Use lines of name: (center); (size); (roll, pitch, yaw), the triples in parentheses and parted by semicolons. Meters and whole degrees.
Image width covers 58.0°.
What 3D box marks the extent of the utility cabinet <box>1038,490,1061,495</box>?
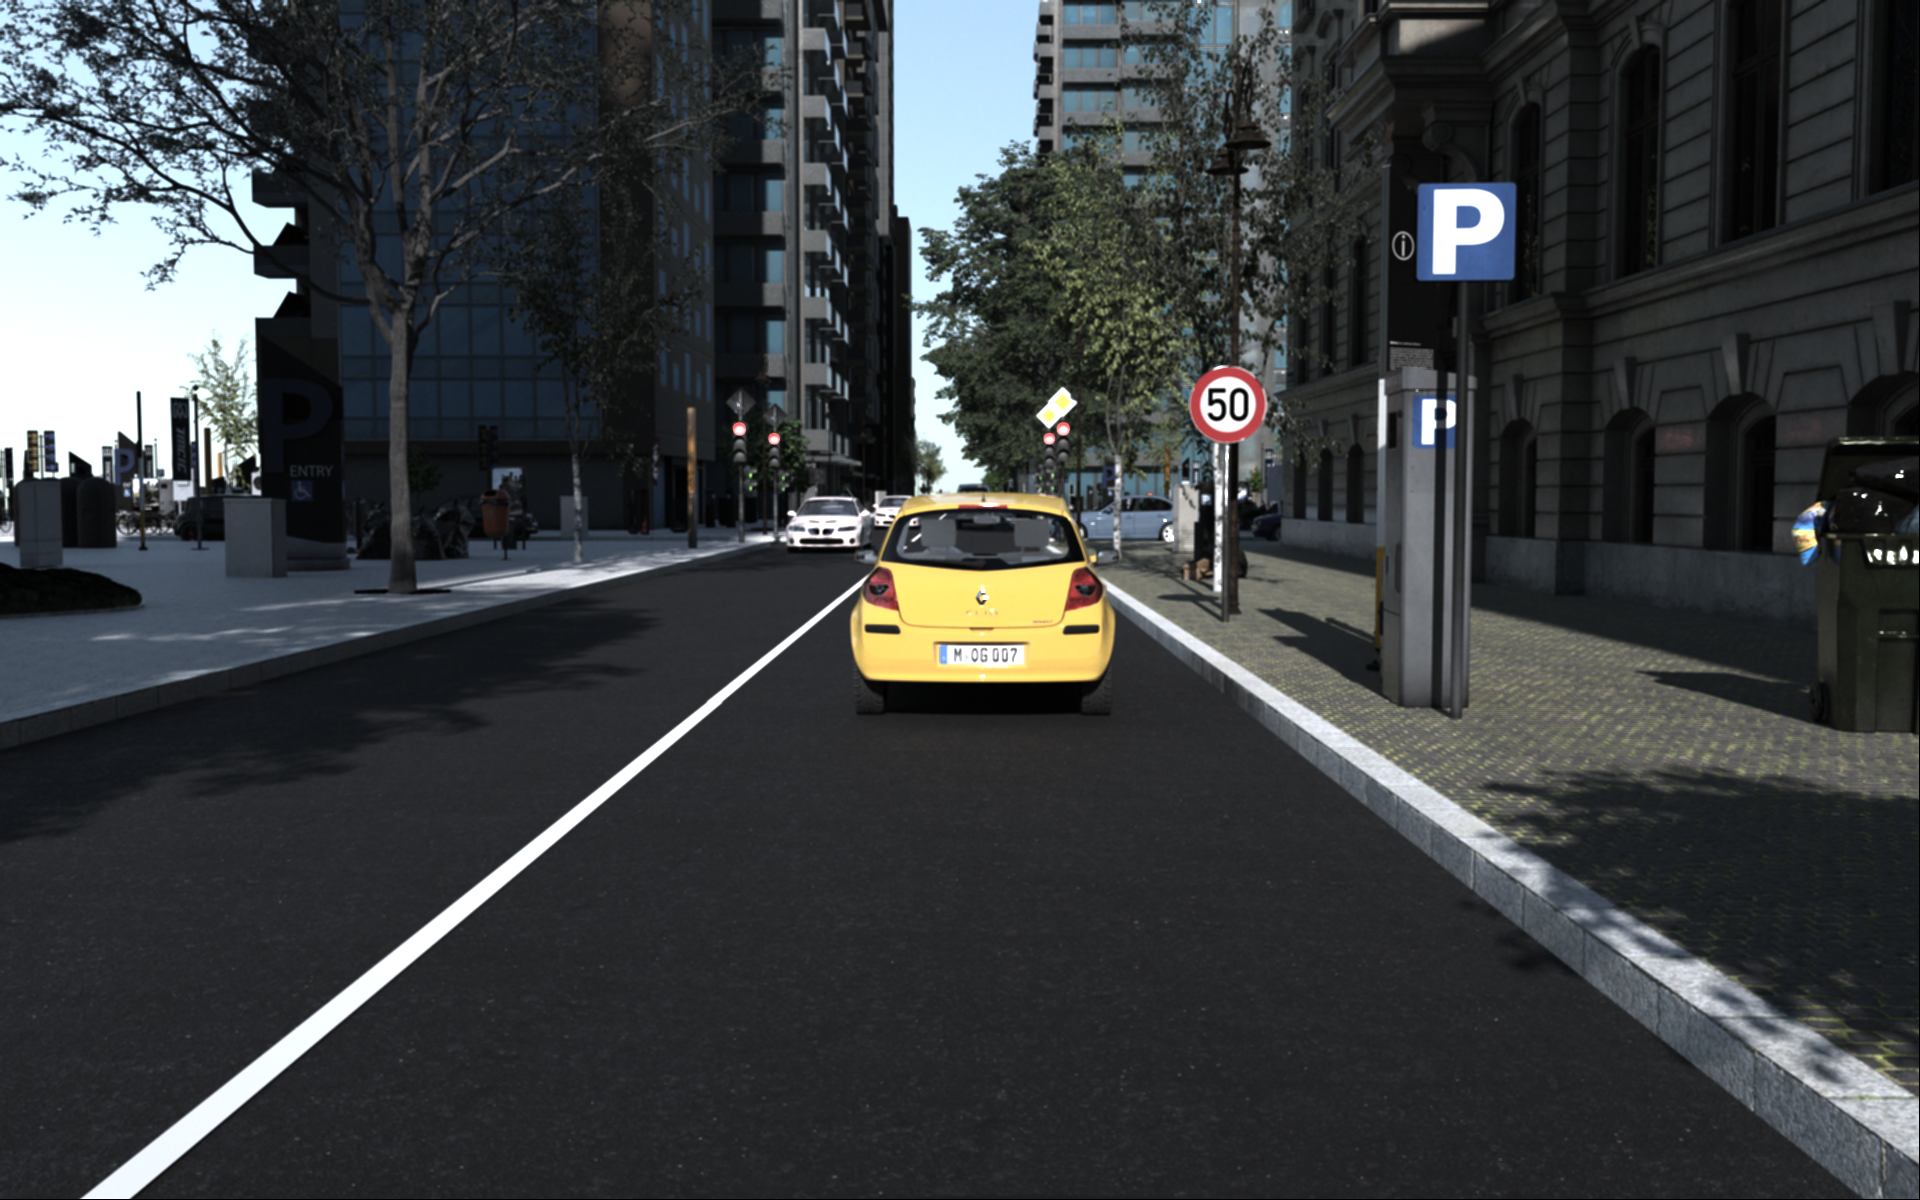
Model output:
utility cabinet: (4.536, -4.848, 87.946); (1.173, 1.500, 0.318); (2, 4, 28)

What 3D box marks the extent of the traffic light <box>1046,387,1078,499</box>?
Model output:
traffic light: (2.675, -3.460, 45.493); (0.839, 4.253, 0.868); (0, 4, 0)

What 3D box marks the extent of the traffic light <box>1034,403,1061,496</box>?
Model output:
traffic light: (2.724, -3.948, 53.478); (0.839, 4.253, 0.868); (0, 4, 0)

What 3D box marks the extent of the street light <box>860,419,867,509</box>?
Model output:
street light: (-5.934, -8.199, 106.835); (0.468, 5.910, 1.993); (0, 4, 0)

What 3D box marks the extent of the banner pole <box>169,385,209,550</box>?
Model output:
banner pole: (-17.695, -3.039, 39.712); (0.401, 3.779, 0.863); (2, 4, 34)

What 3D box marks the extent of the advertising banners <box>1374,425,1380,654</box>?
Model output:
advertising banners: (3.480, -1.108, 14.305); (0.090, 3.025, 2.074); (1, 4, 14)

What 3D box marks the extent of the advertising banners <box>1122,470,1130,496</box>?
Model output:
advertising banners: (11.866, -7.816, 123.982); (0.090, 3.025, 2.074); (-1, 4, -9)

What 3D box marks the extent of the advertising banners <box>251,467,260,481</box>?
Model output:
advertising banners: (-45.705, -6.986, 110.416); (2.074, 3.025, 0.090); (-1, 4, -18)

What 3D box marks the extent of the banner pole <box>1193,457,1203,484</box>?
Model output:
banner pole: (15.942, -7.696, 115.847); (0.863, 3.779, 0.401); (-1, 4, -16)

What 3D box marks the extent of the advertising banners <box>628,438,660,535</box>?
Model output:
advertising banners: (-9.950, -3.570, 54.560); (0.090, 3.025, 2.074); (-3, 4, -38)

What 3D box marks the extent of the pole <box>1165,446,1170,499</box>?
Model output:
pole: (8.855, -4.904, 74.031); (0.158, 3.312, 0.155); (0, 3, 0)

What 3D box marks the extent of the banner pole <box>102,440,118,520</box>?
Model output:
banner pole: (-39.015, -5.483, 79.671); (0.401, 3.779, 0.863); (3, 5, 43)

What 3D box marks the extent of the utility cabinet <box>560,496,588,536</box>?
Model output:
utility cabinet: (-11.789, -2.556, 52.950); (1.020, 1.237, 0.306); (3, 5, 41)

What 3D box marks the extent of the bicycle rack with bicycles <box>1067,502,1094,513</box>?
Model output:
bicycle rack with bicycles: (4.819, -3.829, 75.993); (2.925, 0.926, 2.852); (0, 4, -2)

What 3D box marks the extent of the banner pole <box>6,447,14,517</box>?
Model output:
banner pole: (-50.849, -6.282, 92.728); (0.863, 3.779, 0.401); (2, 4, 30)

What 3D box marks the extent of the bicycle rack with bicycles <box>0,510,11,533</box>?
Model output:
bicycle rack with bicycles: (-31.100, -2.682, 57.237); (2.852, 0.926, 2.925); (0, 4, -7)

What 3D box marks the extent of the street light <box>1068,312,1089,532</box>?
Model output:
street light: (3.036, -4.368, 44.208); (0.468, 5.910, 1.993); (0, 4, 0)

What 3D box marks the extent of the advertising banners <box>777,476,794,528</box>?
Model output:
advertising banners: (-6.653, -4.273, 66.058); (0.090, 3.025, 2.074); (-2, 4, -25)

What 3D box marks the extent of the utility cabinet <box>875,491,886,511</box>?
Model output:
utility cabinet: (-5.523, -6.832, 120.382); (0.318, 1.500, 1.173); (2, 4, 24)

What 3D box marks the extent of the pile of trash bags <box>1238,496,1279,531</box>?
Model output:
pile of trash bags: (10.399, -3.159, 61.405); (1.912, 1.369, 3.447); (-3, 5, -40)

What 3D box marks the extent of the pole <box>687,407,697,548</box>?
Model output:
pole: (-6.320, -2.875, 40.856); (0.158, 3.312, 0.155); (0, 3, 0)

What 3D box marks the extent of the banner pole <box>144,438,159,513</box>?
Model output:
banner pole: (-36.147, -5.353, 77.531); (0.401, 3.779, 0.863); (1, 4, 23)

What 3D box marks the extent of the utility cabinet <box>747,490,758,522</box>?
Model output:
utility cabinet: (-9.295, -4.217, 77.621); (0.318, 1.500, 1.173); (0, 4, 2)

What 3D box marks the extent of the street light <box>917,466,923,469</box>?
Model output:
street light: (-5.176, -14.725, 213.533); (0.468, 5.910, 1.993); (0, 4, 0)

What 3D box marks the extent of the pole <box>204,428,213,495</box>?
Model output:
pole: (-23.100, -3.633, 53.246); (0.158, 3.312, 0.155); (0, 3, 0)

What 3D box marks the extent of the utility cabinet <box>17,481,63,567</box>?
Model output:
utility cabinet: (-16.122, -1.325, 30.350); (0.318, 1.500, 1.173); (-1, 4, -9)

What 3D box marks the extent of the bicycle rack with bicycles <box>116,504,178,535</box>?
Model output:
bicycle rack with bicycles: (-25.802, -2.544, 54.968); (2.925, 0.926, 2.852); (0, 4, -1)

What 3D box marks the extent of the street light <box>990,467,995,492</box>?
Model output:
street light: (4.261, -16.049, 235.181); (0.468, 5.910, 1.993); (0, 4, 0)

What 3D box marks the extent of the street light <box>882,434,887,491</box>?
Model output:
street light: (-5.631, -9.639, 130.380); (0.468, 5.910, 1.993); (0, 4, 0)

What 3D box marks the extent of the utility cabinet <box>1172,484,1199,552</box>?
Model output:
utility cabinet: (5.254, -1.789, 37.933); (1.173, 1.500, 0.318); (-1, 4, -21)

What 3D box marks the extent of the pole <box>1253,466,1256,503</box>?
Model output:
pole: (21.265, -8.031, 125.142); (0.158, 3.312, 0.155); (0, 3, 0)

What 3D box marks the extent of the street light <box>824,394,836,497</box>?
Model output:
street light: (-6.034, -6.575, 80.290); (0.468, 5.910, 1.993); (0, 4, 0)

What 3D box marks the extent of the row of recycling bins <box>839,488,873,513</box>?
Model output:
row of recycling bins: (-7.596, -6.745, 117.398); (3.534, 1.692, 1.069); (1, 4, 13)

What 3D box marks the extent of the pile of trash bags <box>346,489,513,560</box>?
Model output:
pile of trash bags: (-10.233, -1.493, 34.160); (3.447, 1.369, 1.912); (2, 4, 26)

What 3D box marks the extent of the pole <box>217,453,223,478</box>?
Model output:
pole: (-36.321, -5.579, 85.066); (0.158, 3.312, 0.155); (0, 3, 0)

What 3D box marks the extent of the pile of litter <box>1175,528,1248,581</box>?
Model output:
pile of litter: (3.799, -0.764, 26.459); (1.176, 0.858, 1.719); (3, 5, 39)

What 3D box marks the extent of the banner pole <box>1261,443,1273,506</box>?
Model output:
banner pole: (15.005, -5.805, 84.935); (0.401, 3.779, 0.863); (-3, 5, -43)

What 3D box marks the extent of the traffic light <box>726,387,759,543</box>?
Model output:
traffic light: (-5.736, -3.462, 45.528); (0.839, 4.253, 0.868); (0, 4, 0)

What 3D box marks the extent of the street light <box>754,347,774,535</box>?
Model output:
street light: (-6.147, -4.994, 54.436); (0.468, 5.910, 1.993); (0, 4, 0)

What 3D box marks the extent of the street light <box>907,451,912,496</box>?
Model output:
street light: (-5.331, -12.801, 182.088); (0.468, 5.910, 1.993); (0, 4, 0)

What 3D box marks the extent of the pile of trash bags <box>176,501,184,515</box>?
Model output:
pile of trash bags: (-41.675, -4.883, 89.592); (3.447, 1.369, 1.912); (1, 4, 10)

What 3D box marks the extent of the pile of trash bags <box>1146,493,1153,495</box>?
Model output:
pile of trash bags: (13.518, -6.718, 119.596); (1.912, 1.369, 3.447); (-1, 4, -13)

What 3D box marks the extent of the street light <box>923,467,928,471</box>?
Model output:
street light: (-4.998, -16.306, 239.387); (0.468, 5.910, 1.993); (0, 4, 0)

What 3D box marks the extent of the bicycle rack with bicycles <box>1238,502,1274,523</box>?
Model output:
bicycle rack with bicycles: (13.116, -3.837, 76.124); (2.852, 0.926, 2.925); (1, 4, 22)

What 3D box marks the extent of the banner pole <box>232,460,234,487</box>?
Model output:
banner pole: (-53.564, -8.418, 127.659); (0.401, 3.779, 0.863); (-1, 4, -19)

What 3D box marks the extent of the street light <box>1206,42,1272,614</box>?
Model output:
street light: (2.920, -2.787, 18.354); (0.468, 5.910, 1.993); (0, 4, 0)

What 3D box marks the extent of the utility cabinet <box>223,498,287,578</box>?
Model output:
utility cabinet: (-10.895, -0.956, 26.795); (1.020, 1.237, 0.306); (2, 4, 25)

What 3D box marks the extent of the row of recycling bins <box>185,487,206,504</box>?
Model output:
row of recycling bins: (-42.187, -5.408, 95.533); (1.069, 1.692, 3.534); (-3, 4, -37)

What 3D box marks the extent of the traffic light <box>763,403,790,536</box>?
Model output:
traffic light: (-5.687, -3.951, 53.513); (0.839, 4.253, 0.868); (0, 4, 0)

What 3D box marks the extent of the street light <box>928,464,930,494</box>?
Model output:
street light: (-4.828, -17.887, 265.241); (0.468, 5.910, 1.993); (0, 4, 0)

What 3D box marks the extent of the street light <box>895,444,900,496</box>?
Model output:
street light: (-5.591, -11.220, 156.235); (0.468, 5.910, 1.993); (0, 4, 0)
